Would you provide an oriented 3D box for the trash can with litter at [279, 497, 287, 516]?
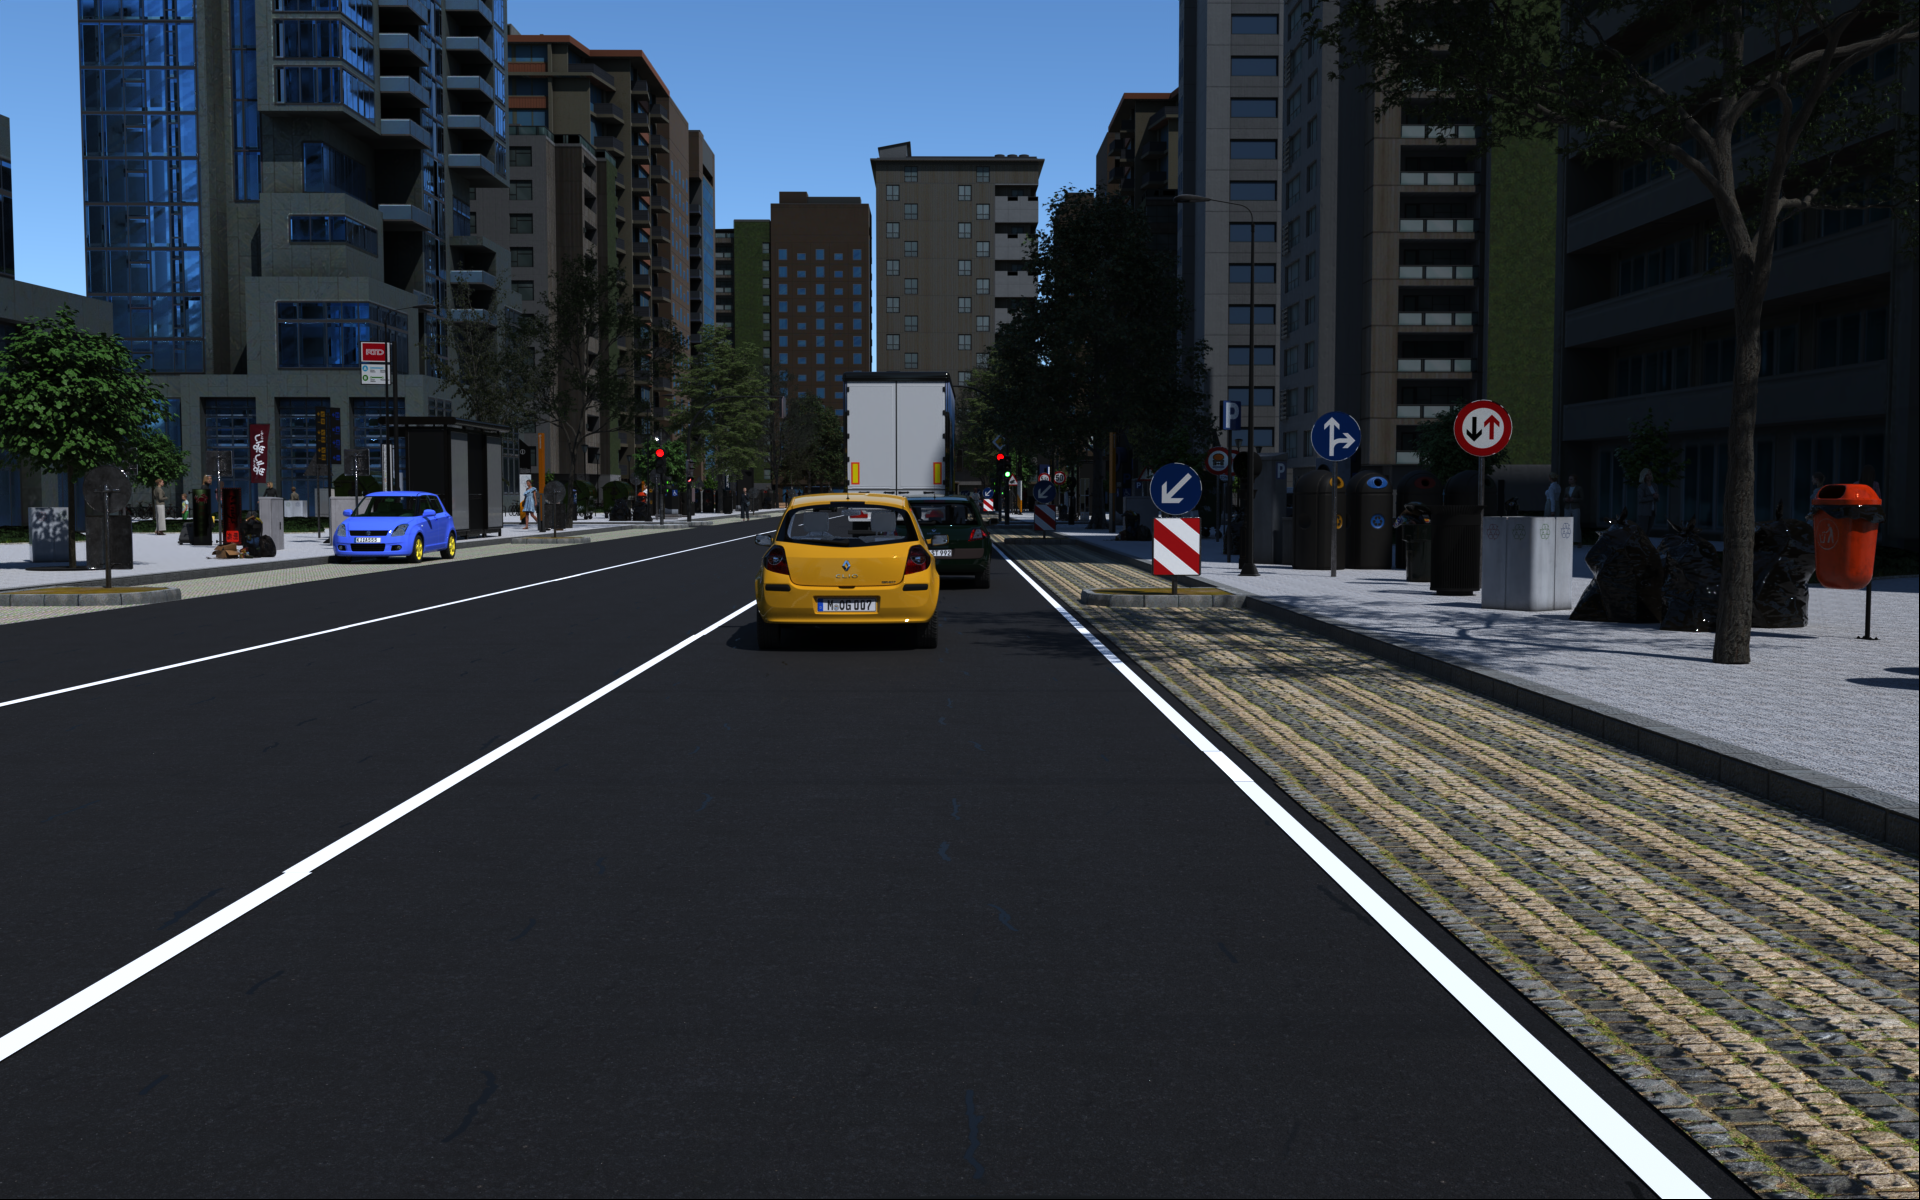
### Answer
[{"bbox_3d":[-30.630,-4.150,79.232,1.055,1.170,0.624,0,4,-3],"label":"trash can with litter"}]

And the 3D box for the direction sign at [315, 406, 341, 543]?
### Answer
[{"bbox_3d":[-16.448,-3.252,45.169,0.379,3.537,0.876,1,4,22],"label":"direction sign"}]

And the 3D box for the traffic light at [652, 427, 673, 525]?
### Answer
[{"bbox_3d":[-12.419,-5.089,72.122,0.839,4.253,0.868,0,4,-1],"label":"traffic light"}]

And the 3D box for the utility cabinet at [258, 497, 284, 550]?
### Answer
[{"bbox_3d":[-15.748,-1.742,39.637,0.306,1.237,1.020,0,4,-7],"label":"utility cabinet"}]

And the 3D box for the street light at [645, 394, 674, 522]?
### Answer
[{"bbox_3d":[-13.955,-6.602,80.479,1.470,5.913,1.316,0,4,-1],"label":"street light"}]

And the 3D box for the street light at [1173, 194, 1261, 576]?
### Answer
[{"bbox_3d":[4.005,-3.332,27.025,1.470,5.913,1.316,0,4,-1],"label":"street light"}]

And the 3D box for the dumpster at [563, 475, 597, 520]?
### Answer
[{"bbox_3d":[-19.153,-5.169,87.010,1.502,2.255,1.985,0,4,-1],"label":"dumpster"}]

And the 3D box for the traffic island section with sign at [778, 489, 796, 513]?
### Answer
[{"bbox_3d":[-12.895,-7.620,133.222,1.989,1.847,2.006,0,4,-1],"label":"traffic island section with sign"}]

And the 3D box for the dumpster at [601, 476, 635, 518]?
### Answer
[{"bbox_3d":[-18.196,-5.474,91.997,1.502,2.255,1.985,0,4,-1],"label":"dumpster"}]

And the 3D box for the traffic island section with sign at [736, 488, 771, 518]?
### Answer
[{"bbox_3d":[-12.541,-5.917,105.363,1.989,1.847,2.006,0,4,-1],"label":"traffic island section with sign"}]

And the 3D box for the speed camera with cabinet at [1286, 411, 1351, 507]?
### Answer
[{"bbox_3d":[8.618,-2.911,41.938,0.660,3.252,2.038,-2,4,-23],"label":"speed camera with cabinet"}]

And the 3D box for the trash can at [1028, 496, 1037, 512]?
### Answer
[{"bbox_3d":[5.265,-6.940,125.117,0.748,1.137,0.748,0,3,0],"label":"trash can"}]

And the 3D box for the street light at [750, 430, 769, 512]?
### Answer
[{"bbox_3d":[-14.566,-9.381,125.924,1.470,5.913,1.316,0,4,-1],"label":"street light"}]

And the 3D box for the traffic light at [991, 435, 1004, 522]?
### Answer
[{"bbox_3d":[1.841,-5.589,80.302,0.839,4.253,0.868,0,4,-1],"label":"traffic light"}]

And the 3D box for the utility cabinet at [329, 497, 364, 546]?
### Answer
[{"bbox_3d":[-15.184,-1.961,43.219,1.020,1.237,0.306,-2,4,-26],"label":"utility cabinet"}]

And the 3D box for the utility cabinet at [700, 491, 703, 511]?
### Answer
[{"bbox_3d":[-19.001,-7.427,130.110,0.318,1.500,1.173,2,4,33],"label":"utility cabinet"}]

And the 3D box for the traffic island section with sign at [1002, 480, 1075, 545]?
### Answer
[{"bbox_3d":[2.272,-2.507,49.617,1.989,1.847,2.006,0,4,-1],"label":"traffic island section with sign"}]

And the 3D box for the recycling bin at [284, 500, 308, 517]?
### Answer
[{"bbox_3d":[-26.279,-3.423,68.524,0.722,1.027,0.722,0,4,-5],"label":"recycling bin"}]

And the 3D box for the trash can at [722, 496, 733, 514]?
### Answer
[{"bbox_3d":[-14.955,-6.107,111.500,0.748,1.137,0.748,0,3,0],"label":"trash can"}]

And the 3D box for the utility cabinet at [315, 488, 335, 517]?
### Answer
[{"bbox_3d":[-25.201,-3.677,68.804,1.173,1.500,0.318,3,5,44],"label":"utility cabinet"}]

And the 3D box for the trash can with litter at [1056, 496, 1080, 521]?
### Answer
[{"bbox_3d":[5.297,-4.331,81.874,1.678,1.210,2.233,-1,4,-17],"label":"trash can with litter"}]

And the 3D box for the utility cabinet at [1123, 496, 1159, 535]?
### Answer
[{"bbox_3d":[5.310,-2.431,50.907,1.020,1.237,0.306,-1,4,-13],"label":"utility cabinet"}]

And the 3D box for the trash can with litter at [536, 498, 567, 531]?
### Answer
[{"bbox_3d":[-14.397,-3.032,60.962,1.055,1.170,0.624,-1,4,-13],"label":"trash can with litter"}]

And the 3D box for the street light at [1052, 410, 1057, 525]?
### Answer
[{"bbox_3d":[3.337,-6.098,72.248,1.470,5.913,1.316,0,4,-1],"label":"street light"}]

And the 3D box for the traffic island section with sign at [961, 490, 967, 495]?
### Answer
[{"bbox_3d":[1.239,-7.572,132.433,1.989,1.847,2.006,0,4,-1],"label":"traffic island section with sign"}]

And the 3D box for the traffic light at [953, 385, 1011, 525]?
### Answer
[{"bbox_3d":[-0.149,-5.962,72.150,4.771,5.953,1.251,0,4,-1],"label":"traffic light"}]

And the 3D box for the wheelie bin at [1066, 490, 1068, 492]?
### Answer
[{"bbox_3d":[7.577,-6.955,121.624,0.980,1.594,0.693,1,4,8],"label":"wheelie bin"}]

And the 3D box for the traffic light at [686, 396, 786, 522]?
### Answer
[{"bbox_3d":[-10.428,-6.453,80.168,4.771,5.953,1.251,0,4,-1],"label":"traffic light"}]

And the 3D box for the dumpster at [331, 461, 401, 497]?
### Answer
[{"bbox_3d":[-17.480,-2.963,50.937,1.502,2.255,1.985,0,4,-1],"label":"dumpster"}]

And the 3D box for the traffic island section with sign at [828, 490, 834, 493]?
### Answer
[{"bbox_3d":[-13.504,-10.620,182.265,1.989,1.847,2.006,0,4,-1],"label":"traffic island section with sign"}]

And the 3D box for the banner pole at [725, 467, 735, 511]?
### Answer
[{"bbox_3d":[-17.585,-8.692,132.130,0.863,3.779,0.401,-3,4,-36],"label":"banner pole"}]

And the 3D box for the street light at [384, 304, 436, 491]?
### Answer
[{"bbox_3d":[-13.493,-4.276,42.461,1.470,5.913,1.316,0,4,-1],"label":"street light"}]

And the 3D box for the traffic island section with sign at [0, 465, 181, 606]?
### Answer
[{"bbox_3d":[-11.514,-0.873,22.896,1.989,1.847,2.006,0,4,-1],"label":"traffic island section with sign"}]

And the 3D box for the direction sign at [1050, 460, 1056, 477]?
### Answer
[{"bbox_3d":[5.712,-7.017,106.724,0.379,3.537,0.876,-1,4,-22],"label":"direction sign"}]

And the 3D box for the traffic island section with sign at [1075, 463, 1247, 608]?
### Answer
[{"bbox_3d":[2.614,-0.858,22.664,1.989,1.847,2.006,0,4,-1],"label":"traffic island section with sign"}]

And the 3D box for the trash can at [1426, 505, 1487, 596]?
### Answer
[{"bbox_3d":[6.294,-0.633,22.003,0.748,1.137,0.748,0,3,0],"label":"trash can"}]

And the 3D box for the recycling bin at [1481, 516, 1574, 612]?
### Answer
[{"bbox_3d":[6.330,-0.414,19.331,0.722,1.027,0.722,-2,4,-35],"label":"recycling bin"}]

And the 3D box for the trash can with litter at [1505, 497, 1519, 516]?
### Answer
[{"bbox_3d":[22.781,-3.718,72.179,0.624,1.170,1.055,-2,4,-31],"label":"trash can with litter"}]

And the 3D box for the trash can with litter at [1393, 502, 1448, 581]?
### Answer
[{"bbox_3d":[6.955,-0.862,25.481,1.055,1.170,0.624,-2,4,-28],"label":"trash can with litter"}]

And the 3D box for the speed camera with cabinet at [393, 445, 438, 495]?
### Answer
[{"bbox_3d":[-22.264,-4.647,70.320,2.038,3.252,0.660,-1,4,-12],"label":"speed camera with cabinet"}]

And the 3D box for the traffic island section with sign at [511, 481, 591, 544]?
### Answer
[{"bbox_3d":[-11.866,-2.560,50.476,1.989,1.847,2.006,0,4,-1],"label":"traffic island section with sign"}]

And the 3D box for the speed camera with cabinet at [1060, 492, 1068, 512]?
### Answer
[{"bbox_3d":[7.468,-7.566,118.036,0.660,3.252,2.038,-2,4,-27],"label":"speed camera with cabinet"}]

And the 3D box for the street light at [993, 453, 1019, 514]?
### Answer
[{"bbox_3d":[3.028,-8.361,109.237,1.470,5.913,1.316,0,4,-1],"label":"street light"}]

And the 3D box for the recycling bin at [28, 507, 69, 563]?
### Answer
[{"bbox_3d":[-17.217,-1.240,32.836,0.722,1.027,0.722,-2,4,-33],"label":"recycling bin"}]

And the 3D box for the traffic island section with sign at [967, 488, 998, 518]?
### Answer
[{"bbox_3d":[1.581,-5.895,105.013,1.989,1.847,2.006,0,4,-1],"label":"traffic island section with sign"}]

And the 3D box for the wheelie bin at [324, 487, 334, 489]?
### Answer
[{"bbox_3d":[-29.402,-4.461,80.850,0.980,1.594,0.693,-1,4,-23],"label":"wheelie bin"}]

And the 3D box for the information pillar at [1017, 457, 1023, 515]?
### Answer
[{"bbox_3d":[3.696,-7.081,107.133,0.183,3.616,0.504,-2,4,-24],"label":"information pillar"}]
